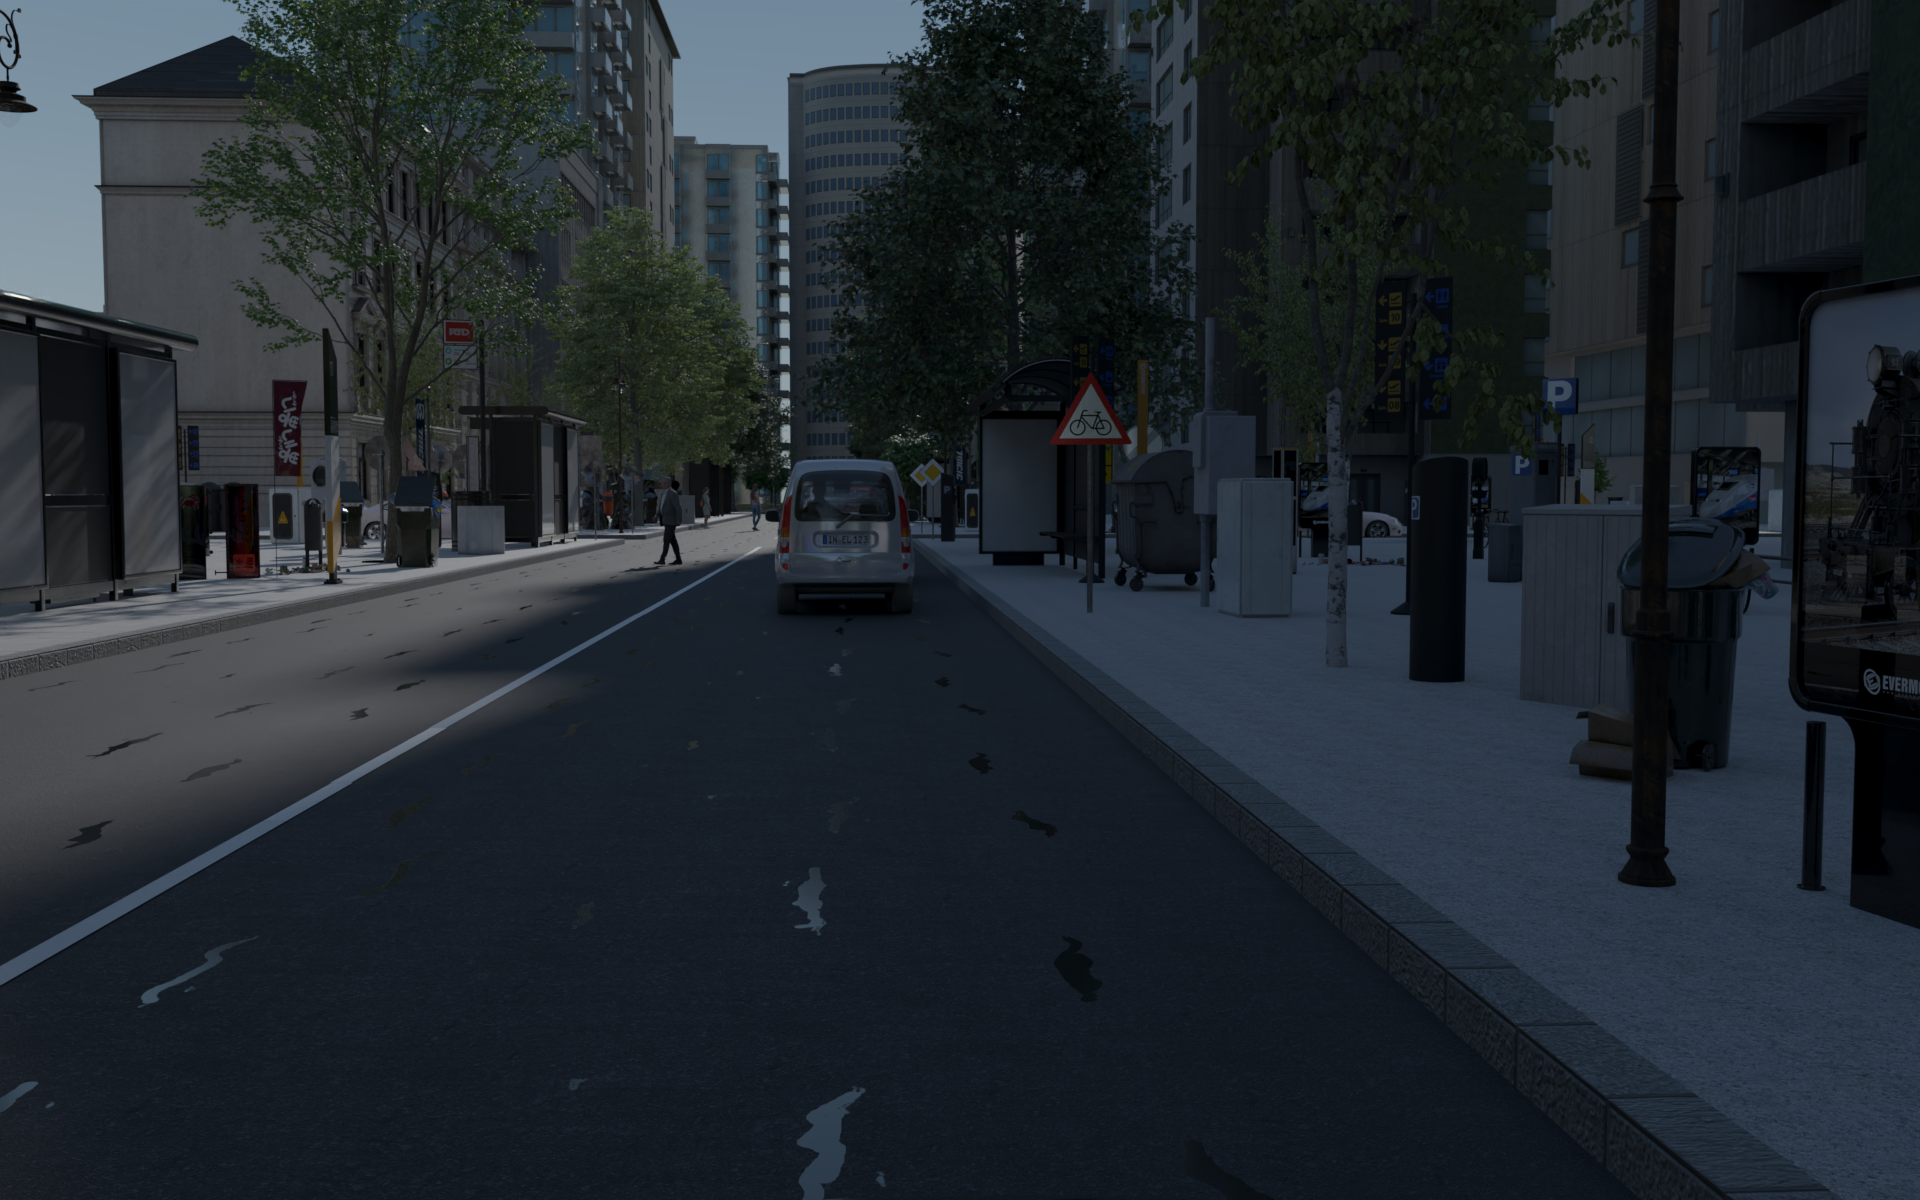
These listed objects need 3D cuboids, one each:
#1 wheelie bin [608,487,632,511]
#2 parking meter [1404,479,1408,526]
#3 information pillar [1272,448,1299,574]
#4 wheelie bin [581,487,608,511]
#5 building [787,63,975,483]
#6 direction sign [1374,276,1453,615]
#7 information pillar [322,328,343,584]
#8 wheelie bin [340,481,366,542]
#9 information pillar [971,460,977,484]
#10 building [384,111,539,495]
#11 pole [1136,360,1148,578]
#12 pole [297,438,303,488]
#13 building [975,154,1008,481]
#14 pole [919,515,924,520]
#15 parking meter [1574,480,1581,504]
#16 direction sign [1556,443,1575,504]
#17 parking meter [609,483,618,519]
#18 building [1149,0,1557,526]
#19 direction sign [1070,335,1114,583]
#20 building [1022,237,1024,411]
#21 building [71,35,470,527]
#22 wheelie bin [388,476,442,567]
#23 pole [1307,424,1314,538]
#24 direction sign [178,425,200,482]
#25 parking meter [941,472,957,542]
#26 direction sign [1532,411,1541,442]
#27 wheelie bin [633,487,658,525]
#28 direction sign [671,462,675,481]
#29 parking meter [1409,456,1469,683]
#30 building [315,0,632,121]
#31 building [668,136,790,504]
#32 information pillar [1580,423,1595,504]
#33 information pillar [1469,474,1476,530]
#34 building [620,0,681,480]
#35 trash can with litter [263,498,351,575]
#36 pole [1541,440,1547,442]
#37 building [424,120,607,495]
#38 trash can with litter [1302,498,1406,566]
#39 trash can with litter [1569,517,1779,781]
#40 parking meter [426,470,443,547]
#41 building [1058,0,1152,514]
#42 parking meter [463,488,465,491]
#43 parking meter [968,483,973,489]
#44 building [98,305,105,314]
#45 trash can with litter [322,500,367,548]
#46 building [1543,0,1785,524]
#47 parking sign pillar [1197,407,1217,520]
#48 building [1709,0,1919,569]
[{"bbox_3d":[-18.035,-5.136,91.886,0.693,1.594,0.980,3,5,43],"label":"wheelie bin"},{"bbox_3d":[17.826,-3.853,68.708,0.255,1.863,0.399,-1,4,-18],"label":"parking meter"},{"bbox_3d":[5.197,-1.420,27.707,0.304,2.012,0.304,-1,4,-21],"label":"information pillar"},{"bbox_3d":[-14.474,-3.679,68.060,0.693,1.594,0.980,1,4,16],"label":"wheelie bin"},{"bbox_3d":[-8.972,-42.395,235.158,28.212,58.520,21.231,0,4,-3],"label":"building"},{"bbox_3d":[4.794,-1.615,18.398,0.876,3.537,0.379,3,5,43],"label":"direction sign"},{"bbox_3d":[-8.967,-2.041,24.726,0.183,3.616,0.504,0,4,-7],"label":"information pillar"},{"bbox_3d":[-15.193,-2.129,42.723,0.693,1.594,0.980,3,5,42],"label":"wheelie bin"},{"bbox_3d":[0.920,-7.769,118.371,0.504,3.616,0.183,0,4,1],"label":"information pillar"},{"bbox_3d":[-32.617,-15.663,97.887,13.314,21.916,24.055,0,4,-3],"label":"building"},{"bbox_3d":[2.786,-1.996,26.480,0.158,3.312,0.155,0,3,0],"label":"pole"},{"bbox_3d":[-24.162,-4.255,63.407,0.158,3.312,0.155,0,3,0],"label":"pole"},{"bbox_3d":[8.537,-30.980,190.113,14.154,41.232,14.086,0,4,-3],"label":"building"},{"bbox_3d":[-1.912,-5.641,86.073,0.158,3.312,0.155,0,3,0],"label":"pole"},{"bbox_3d":[25.396,-4.002,71.145,0.255,1.863,0.399,1,4,10],"label":"parking meter"},{"bbox_3d":[27.113,-5.235,77.587,0.876,3.537,0.379,-1,4,-11],"label":"direction sign"},{"bbox_3d":[-18.041,-5.169,90.232,0.255,1.863,0.399,3,4,38],"label":"parking meter"},{"bbox_3d":[16.248,-18.563,75.206,14.107,30.474,14.160,0,4,-3],"label":"building"},{"bbox_3d":[1.908,-2.018,24.987,0.876,3.537,0.379,-3,5,-42],"label":"direction sign"},{"bbox_3d":[14.700,-52.226,166.563,22.319,86.520,31.000,0,4,-3],"label":"building"},{"bbox_3d":[-28.727,-12.895,75.453,10.561,19.102,19.286,0,4,-3],"label":"building"},{"bbox_3d":[-9.557,-1.379,30.459,0.980,1.594,0.693,0,4,-1],"label":"wheelie bin"},{"bbox_3d":[10.159,-3.446,50.190,0.158,3.312,0.155,0,3,0],"label":"pole"},{"bbox_3d":[-25.558,-3.987,57.181,0.876,3.537,0.379,-1,4,-9],"label":"direction sign"},{"bbox_3d":[-0.304,-2.507,46.705,0.399,1.863,0.255,1,4,14],"label":"parking meter"},{"bbox_3d":[15.783,-3.397,47.539,0.379,3.537,0.876,0,4,6],"label":"direction sign"},{"bbox_3d":[-13.622,-4.140,75.603,0.980,1.594,0.693,3,4,36],"label":"wheelie bin"},{"bbox_3d":[-17.675,-7.037,107.050,0.379,3.537,0.876,-2,4,-32],"label":"direction sign"},{"bbox_3d":[3.293,-0.214,11.915,0.372,1.533,0.369,0,3,0],"label":"parking meter"},{"bbox_3d":[-39.433,-32.088,144.247,23.786,49.044,30.456,0,4,-3],"label":"building"},{"bbox_3d":[-38.363,-37.599,234.351,30.456,49.044,23.786,0,4,-3],"label":"building"},{"bbox_3d":[20.786,-4.036,57.338,0.504,3.616,0.183,-1,4,-17],"label":"information pillar"},{"bbox_3d":[18.473,-3.523,62.090,0.304,2.012,0.304,0,4,-2],"label":"information pillar"},{"bbox_3d":[-43.919,-36.084,179.218,27.495,52.752,28.713,0,4,-3],"label":"building"},{"bbox_3d":[-10.872,-1.060,28.394,1.678,1.210,2.233,0,4,4],"label":"trash can with litter"},{"bbox_3d":[22.113,-4.394,65.692,0.158,3.312,0.155,0,3,0],"label":"pole"},{"bbox_3d":[-32.070,-18.459,119.825,12.078,24.808,19.932,0,4,-3],"label":"building"},{"bbox_3d":[7.346,-1.241,31.349,2.233,1.210,1.678,3,5,40],"label":"trash can with litter"},{"bbox_3d":[3.288,0.207,8.007,0.624,1.170,1.055,3,5,43],"label":"trash can with litter"},{"bbox_3d":[-12.653,-2.195,41.604,0.399,1.863,0.255,-2,4,-29],"label":"parking meter"},{"bbox_3d":[18.617,-30.422,117.003,23.786,49.044,30.456,0,4,-3],"label":"building"},{"bbox_3d":[-13.332,-2.375,47.250,0.372,1.533,0.369,0,3,0],"label":"parking meter"},{"bbox_3d":[0.562,-5.380,93.666,0.255,1.863,0.399,-1,4,-13],"label":"parking meter"},{"bbox_3d":[-72.815,-20.419,178.894,28.899,21.520,27.650,0,4,-3],"label":"building"},{"bbox_3d":[-14.719,-1.839,41.461,1.055,1.170,0.624,1,4,10],"label":"trash can with litter"},{"bbox_3d":[44.572,-30.213,83.228,27.495,52.752,28.713,0,4,-3],"label":"building"},{"bbox_3d":[7.124,-3.669,48.460,1.447,3.967,1.447,-3,5,-43],"label":"parking sign pillar"},{"bbox_3d":[19.674,-15.578,26.404,14.160,30.474,14.107,0,4,-3],"label":"building"}]
